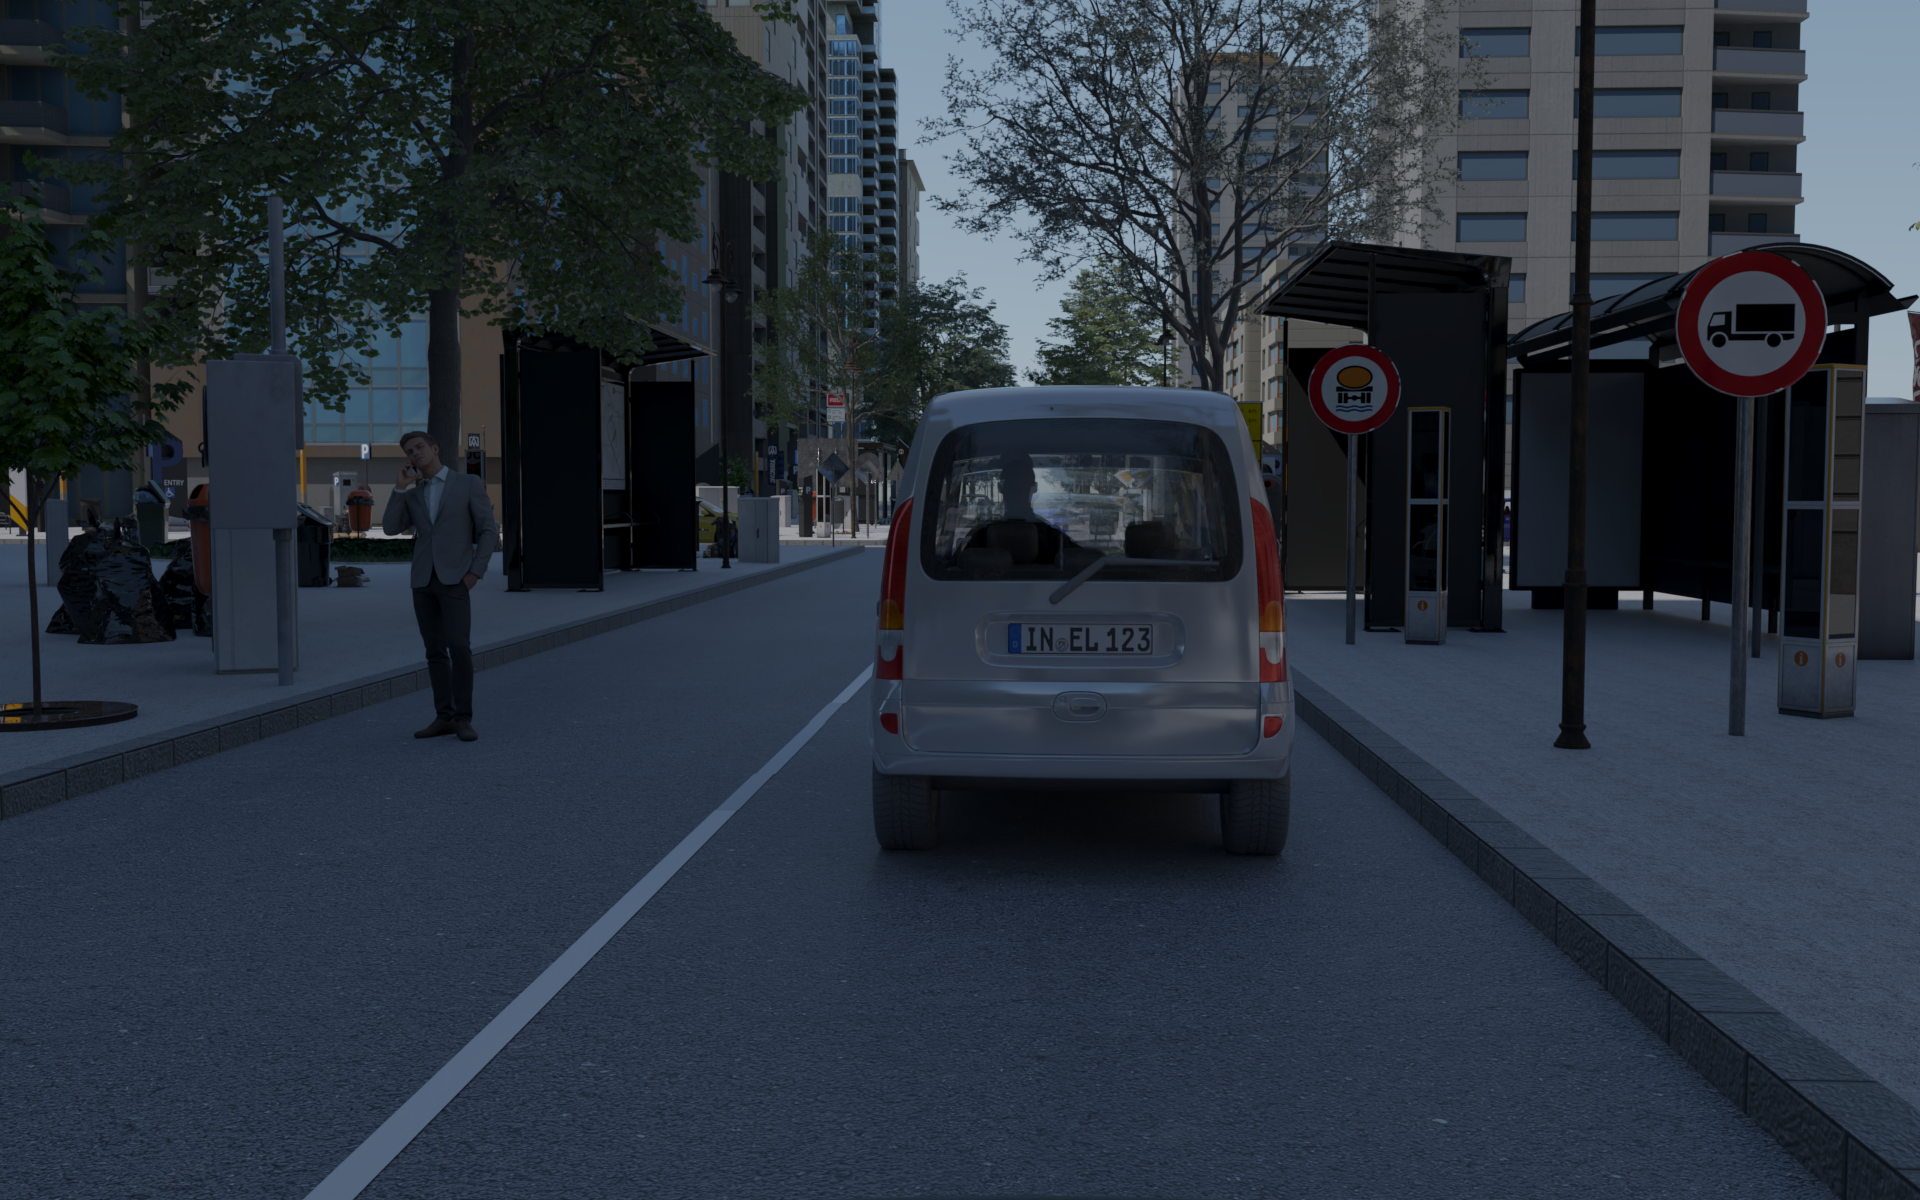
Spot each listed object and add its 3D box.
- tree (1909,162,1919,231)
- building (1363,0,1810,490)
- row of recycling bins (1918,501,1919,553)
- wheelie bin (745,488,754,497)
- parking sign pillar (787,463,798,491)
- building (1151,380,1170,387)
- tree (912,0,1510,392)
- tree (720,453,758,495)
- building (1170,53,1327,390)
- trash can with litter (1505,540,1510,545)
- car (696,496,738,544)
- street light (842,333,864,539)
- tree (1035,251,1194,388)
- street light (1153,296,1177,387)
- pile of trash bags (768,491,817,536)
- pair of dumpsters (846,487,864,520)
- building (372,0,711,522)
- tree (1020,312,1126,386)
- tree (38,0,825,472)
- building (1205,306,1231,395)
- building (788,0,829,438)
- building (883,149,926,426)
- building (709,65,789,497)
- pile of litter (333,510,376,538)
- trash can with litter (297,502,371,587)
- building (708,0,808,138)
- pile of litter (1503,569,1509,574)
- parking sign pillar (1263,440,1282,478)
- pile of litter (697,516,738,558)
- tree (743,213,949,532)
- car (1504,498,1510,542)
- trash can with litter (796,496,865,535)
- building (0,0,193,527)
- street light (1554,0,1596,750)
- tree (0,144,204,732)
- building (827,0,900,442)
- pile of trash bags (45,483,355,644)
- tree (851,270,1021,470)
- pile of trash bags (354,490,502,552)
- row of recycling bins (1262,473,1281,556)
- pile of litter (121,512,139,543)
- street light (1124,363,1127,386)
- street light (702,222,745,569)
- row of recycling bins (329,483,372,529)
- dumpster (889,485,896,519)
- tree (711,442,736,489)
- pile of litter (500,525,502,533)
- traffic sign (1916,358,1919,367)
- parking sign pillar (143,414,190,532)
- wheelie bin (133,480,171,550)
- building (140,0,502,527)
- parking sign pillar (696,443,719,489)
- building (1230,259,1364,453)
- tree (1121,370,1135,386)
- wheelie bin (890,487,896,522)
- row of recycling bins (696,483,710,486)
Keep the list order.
[{"bbox_3d":[13.525,-4.258,19.989,4.737,8.622,4.395,0,3,0],"label":"tree"},{"bbox_3d":[34.081,-34.040,98.559,21.231,58.520,28.212,0,4,3],"label":"building"},{"bbox_3d":[22.409,-1.906,38.274,3.534,1.692,1.069,0,4,-6],"label":"row of recycling bins"},{"bbox_3d":[-11.547,-5.372,95.737,0.693,1.594,0.980,-1,4,-16],"label":"wheelie bin"},{"bbox_3d":[-11.102,-7.920,117.970,1.447,3.967,1.447,-1,4,-21],"label":"parking sign pillar"},{"bbox_3d":[43.821,-25.856,267.782,27.650,21.520,28.899,0,4,3],"label":"building"},{"bbox_3d":[4.166,-7.227,28.525,12.009,13.543,11.850,0,3,0],"label":"tree"},{"bbox_3d":[-10.565,-5.351,82.087,1.663,3.219,1.824,0,3,0],"label":"tree"},{"bbox_3d":[39.613,-42.589,238.329,21.231,58.520,28.212,0,4,3],"label":"building"},{"bbox_3d":[13.338,-1.786,40.596,1.055,1.170,0.624,1,4,16],"label":"trash can with litter"},{"bbox_3d":[-7.203,-2.189,46.019,3.980,1.641,2.015,0,4,3],"label":"car"},{"bbox_3d":[-3.070,-4.712,49.823,0.468,5.910,1.993,0,4,3],"label":"street light"},{"bbox_3d":[6.980,-10.001,81.643,7.486,12.596,7.792,0,3,0],"label":"tree"},{"bbox_3d":[4.764,-4.130,40.317,0.468,5.910,1.993,0,4,3],"label":"street light"},{"bbox_3d":[-5.952,-2.643,52.972,3.447,1.369,1.912,1,4,9],"label":"pile of trash bags"},{"bbox_3d":[-4.417,-4.681,79.027,1.574,2.255,4.437,0,4,3],"label":"pair of dumpsters"},{"bbox_3d":[-21.917,-27.168,94.303,14.600,45.320,14.200,0,4,3],"label":"building"},{"bbox_3d":[12.048,-19.657,177.288,12.611,20.169,13.585,0,3,0],"label":"tree"},{"bbox_3d":[-4.831,-6.074,17.437,7.486,12.596,7.792,0,3,0],"label":"tree"},{"bbox_3d":[38.971,-19.894,170.305,27.650,21.520,28.899,0,4,3],"label":"building"},{"bbox_3d":[-20.975,-44.291,162.403,20.563,71.187,20.611,0,4,3],"label":"building"},{"bbox_3d":[-20.400,-41.508,267.886,28.713,52.752,27.495,0,4,3],"label":"building"},{"bbox_3d":[-19.574,-21.106,116.777,14.160,30.474,14.107,0,4,3],"label":"building"},{"bbox_3d":[-17.646,-2.199,49.922,1.719,0.858,1.176,0,4,3],"label":"pile of litter"},{"bbox_3d":[-8.732,-0.772,24.004,1.055,1.170,0.624,0,4,-2],"label":"trash can with litter"},{"bbox_3d":[-26.957,-33.626,139.025,28.713,52.752,27.495,0,4,3],"label":"building"},{"bbox_3d":[8.312,-0.883,28.407,1.176,0.858,1.719,-1,4,-16],"label":"pile of litter"},{"bbox_3d":[15.519,-5.919,85.251,1.447,3.967,1.447,0,4,-1],"label":"parking sign pillar"},{"bbox_3d":[-4.673,-1.282,34.931,1.719,0.858,1.176,2,4,26],"label":"pile of litter"},{"bbox_3d":[-3.868,-7.572,58.210,7.601,10.594,8.767,0,4,1],"label":"tree"},{"bbox_3d":[14.090,-2.020,45.600,3.894,1.354,1.945,0,4,5],"label":"car"},{"bbox_3d":[-4.205,-2.717,55.476,2.233,1.210,1.678,2,4,30],"label":"trash can with litter"},{"bbox_3d":[-45.126,-25.627,73.629,28.867,44.769,22.147,0,4,3],"label":"building"},{"bbox_3d":[3.104,-2.191,8.603,0.468,5.910,1.993,0,4,3],"label":"street light"},{"bbox_3d":[-5.151,-0.919,9.621,1.663,3.219,1.824,0,3,0],"label":"tree"},{"bbox_3d":[-18.613,-56.532,236.964,22.319,86.520,31.000,0,4,3],"label":"building"},{"bbox_3d":[-6.892,-0.346,15.403,1.912,1.369,3.447,-2,4,-35],"label":"pile of trash bags"},{"bbox_3d":[-1.689,-11.742,98.633,9.857,13.997,8.962,0,3,0],"label":"tree"},{"bbox_3d":[-11.921,-1.767,38.636,3.447,1.369,1.912,0,4,-8],"label":"pile of trash bags"},{"bbox_3d":[5.551,-1.648,34.063,3.534,1.692,1.069,0,4,-1],"label":"row of recycling bins"},{"bbox_3d":[-19.906,-1.654,41.010,1.176,0.858,1.719,0,4,1],"label":"pile of litter"},{"bbox_3d":[5.815,-5.399,61.055,0.468,5.910,1.993,0,4,3],"label":"street light"},{"bbox_3d":[-4.041,-3.483,29.738,0.468,5.910,1.993,0,4,3],"label":"street light"},{"bbox_3d":[-22.196,-3.419,63.008,1.069,1.692,3.534,0,4,-6],"label":"row of recycling bins"},{"bbox_3d":[-3.173,-5.199,90.766,1.264,1.857,1.865,0,4,3],"label":"dumpster"},{"bbox_3d":[-15.447,-7.584,107.717,4.285,4.588,4.351,0,3,0],"label":"tree"},{"bbox_3d":[-14.698,-2.622,56.840,1.719,0.858,1.176,1,4,10],"label":"pile of litter"},{"bbox_3d":[4.429,-0.441,7.209,0.884,2.594,0.081,1,4,9],"label":"traffic sign"},{"bbox_3d":[-27.007,-4.308,58.909,1.447,3.967,1.447,3,4,37],"label":"parking sign pillar"},{"bbox_3d":[-18.166,-1.897,38.932,0.693,1.594,0.980,-1,4,-15],"label":"wheelie bin"},{"bbox_3d":[-23.692,-25.816,72.206,14.600,45.320,14.200,0,4,3],"label":"building"},{"bbox_3d":[-13.266,-6.245,90.581,1.447,3.967,1.447,-2,4,-28],"label":"parking sign pillar"},{"bbox_3d":[37.781,-18.131,141.483,27.650,21.520,28.899,0,4,3],"label":"building"},{"bbox_3d":[8.708,-9.429,104.527,4.737,8.622,4.395,0,3,0],"label":"tree"},{"bbox_3d":[-2.895,-4.381,79.533,0.980,1.594,0.693,0,4,1],"label":"wheelie bin"},{"bbox_3d":[-10.810,-3.468,63.812,3.534,1.692,1.069,0,4,5],"label":"row of recycling bins"}]
